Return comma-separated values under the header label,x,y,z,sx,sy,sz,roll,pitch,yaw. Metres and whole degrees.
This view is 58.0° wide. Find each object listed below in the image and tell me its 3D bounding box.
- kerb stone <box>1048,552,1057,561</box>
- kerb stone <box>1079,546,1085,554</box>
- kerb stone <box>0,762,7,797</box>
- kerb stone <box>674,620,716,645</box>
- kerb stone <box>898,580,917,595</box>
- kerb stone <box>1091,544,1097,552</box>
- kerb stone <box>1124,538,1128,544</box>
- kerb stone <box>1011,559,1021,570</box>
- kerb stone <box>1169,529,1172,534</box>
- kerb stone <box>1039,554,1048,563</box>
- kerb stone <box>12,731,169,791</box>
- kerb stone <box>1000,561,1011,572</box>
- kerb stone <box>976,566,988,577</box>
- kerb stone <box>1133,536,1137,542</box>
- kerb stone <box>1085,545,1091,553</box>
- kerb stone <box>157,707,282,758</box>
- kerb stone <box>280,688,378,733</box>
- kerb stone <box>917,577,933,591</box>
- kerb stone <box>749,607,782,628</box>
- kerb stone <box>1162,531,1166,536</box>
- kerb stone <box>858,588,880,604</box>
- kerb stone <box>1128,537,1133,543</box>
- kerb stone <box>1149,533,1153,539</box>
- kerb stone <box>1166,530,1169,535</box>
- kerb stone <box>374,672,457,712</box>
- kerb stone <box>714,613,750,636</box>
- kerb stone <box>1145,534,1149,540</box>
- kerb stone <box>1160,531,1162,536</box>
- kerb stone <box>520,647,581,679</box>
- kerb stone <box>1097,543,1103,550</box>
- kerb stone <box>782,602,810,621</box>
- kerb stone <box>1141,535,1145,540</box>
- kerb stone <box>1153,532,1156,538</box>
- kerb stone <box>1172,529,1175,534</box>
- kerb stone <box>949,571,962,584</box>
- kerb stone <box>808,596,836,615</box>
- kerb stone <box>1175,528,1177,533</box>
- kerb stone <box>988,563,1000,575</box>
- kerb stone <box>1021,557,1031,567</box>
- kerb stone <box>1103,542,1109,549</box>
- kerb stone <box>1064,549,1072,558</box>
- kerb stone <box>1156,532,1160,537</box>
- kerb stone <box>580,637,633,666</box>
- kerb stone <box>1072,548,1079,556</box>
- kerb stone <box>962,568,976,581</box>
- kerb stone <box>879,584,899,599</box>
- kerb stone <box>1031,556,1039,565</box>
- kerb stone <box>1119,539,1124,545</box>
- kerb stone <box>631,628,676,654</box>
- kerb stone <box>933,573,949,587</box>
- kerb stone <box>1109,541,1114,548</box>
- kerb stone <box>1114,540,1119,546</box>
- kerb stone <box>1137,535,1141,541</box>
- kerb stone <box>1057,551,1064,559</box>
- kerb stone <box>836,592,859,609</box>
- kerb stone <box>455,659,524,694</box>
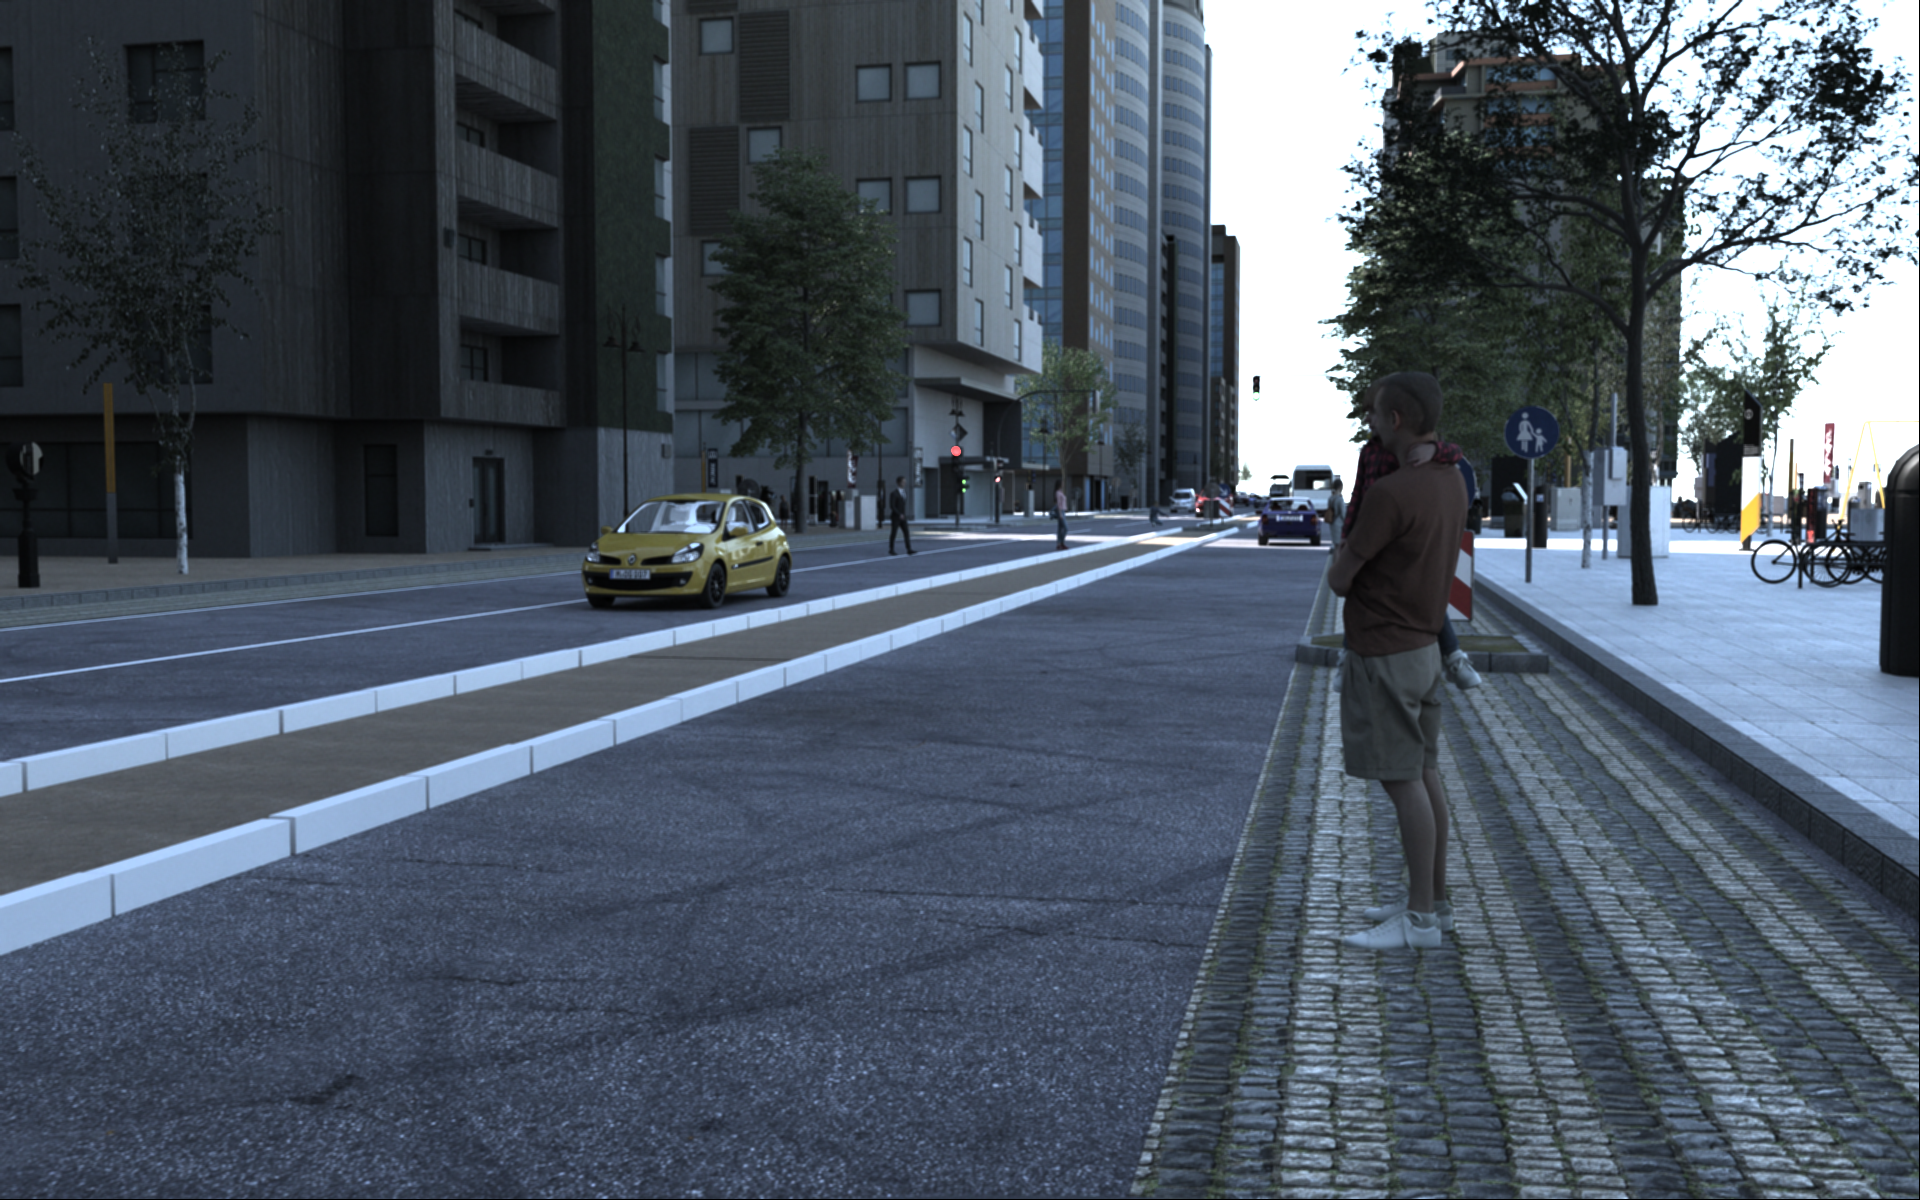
label,x,y,z,sx,sy,sz,roll,pitch,yaw
kerb stone,1.857,-0.894,36.829,0.120,0.150,1.000,1,4,13
kerb stone,2.744,-1.139,40.832,0.120,0.150,1.000,1,4,13
kerb stone,-4.644,0.881,7.794,0.120,0.150,1.000,1,4,13
kerb stone,-2.631,0.329,16.809,0.120,0.150,1.000,1,4,13
kerb stone,-0.832,-0.160,24.813,0.120,0.150,1.000,1,4,13
kerb stone,3.194,-1.261,42.834,0.120,0.150,1.000,1,4,13
kerb stone,4.552,-1.631,48.857,0.120,0.150,1.000,1,4,13
kerb stone,0.958,-0.649,32.815,0.120,0.150,1.000,1,4,13
kerb stone,7.235,-2.355,60.855,0.120,0.150,1.000,1,4,13
kerb stone,1.634,-0.834,35.831,0.120,0.150,1.000,1,4,13
kerb stone,-4.421,0.819,8.802,0.120,0.150,1.000,1,4,13
kerb stone,0.737,-0.588,31.816,0.120,0.150,1.000,1,4,13
kerb stone,0.284,-0.466,29.817,0.120,0.150,1.000,1,4,13
kerb stone,4.998,-1.752,50.856,0.120,0.150,1.000,1,4,13
kerb stone,2.975,-1.201,41.828,0.120,0.150,1.000,1,4,13
kerb stone,-4.206,0.758,9.801,0.120,0.150,1.000,1,4,13
kerb stone,-3.971,0.697,10.796,0.120,0.150,1.000,1,4,13
kerb stone,-0.615,-0.221,25.812,0.120,0.150,1.000,1,4,13
kerb stone,-2.181,0.207,18.815,0.120,0.150,1.000,1,4,13
kerb stone,6.793,-2.239,58.849,0.120,0.150,1.000,1,4,13
kerb stone,-1.282,-0.036,22.818,0.120,0.150,1.000,1,4,13
kerb stone,4.774,-1.688,49.857,0.120,0.150,1.000,1,4,13
kerb stone,5.901,-1.997,54.848,0.120,0.150,1.000,1,4,13
kerb stone,7.016,-2.303,59.856,0.120,0.150,1.000,1,4,13
kerb stone,-3.754,0.636,11.800,0.120,0.150,1.000,1,4,13
kerb stone,-2.408,0.271,17.807,0.120,0.150,1.000,1,4,13
kerb stone,5.672,-1.934,53.852,0.120,0.150,1.000,1,4,13
kerb stone,6.562,-2.181,57.853,0.120,0.150,1.000,1,4,13
kerb stone,-3.308,0.514,13.795,0.120,0.150,1.000,1,4,13
kerb stone,3.429,-1.321,43.836,0.120,0.150,1.000,1,4,13
kerb stone,-1.956,0.154,19.820,0.120,0.150,1.000,1,4,13
kerb stone,5.452,-1.875,52.854,0.120,0.150,1.000,1,4,13
kerb stone,6.120,-2.055,55.857,0.120,0.150,1.000,1,4,13
kerb stone,7.466,-2.425,61.850,0.120,0.150,1.000,1,4,13
kerb stone,-0.169,-0.344,27.814,0.120,0.150,1.000,1,4,13
kerb stone,-1.726,0.085,20.821,0.120,0.150,1.000,1,4,13
kerb stone,7.689,-2.483,62.849,0.120,0.150,1.000,1,4,13
kerb stone,0.509,-0.527,30.820,0.120,0.150,1.000,1,4,13
kerb stone,1.184,-0.711,33.825,0.120,0.150,1.000,1,4,13
kerb stone,3.657,-1.385,44.840,0.120,0.150,1.000,1,4,13
kerb stone,2.309,-1.014,38.829,0.120,0.150,1.000,1,4,13
kerb stone,6.353,-2.120,56.852,0.120,0.150,1.000,1,4,13
kerb stone,-3.071,0.456,14.798,0.120,0.150,1.000,1,4,13
kerb stone,2.539,-1.078,39.825,0.120,0.150,1.000,1,4,13
kerb stone,0.063,-0.405,28.810,0.120,0.150,1.000,1,4,13
kerb stone,-1.060,-0.096,23.816,0.120,0.150,1.000,1,4,13
kerb stone,1.401,-0.773,34.826,0.120,0.150,1.000,1,4,13
kerb stone,4.325,-1.567,47.847,0.120,0.150,1.000,1,4,13
kerb stone,-2.859,0.391,15.798,0.120,0.150,1.000,1,4,13
kerb stone,-0.386,-0.283,26.815,0.120,0.150,1.000,1,4,13
kerb stone,3.875,-1.447,45.846,0.120,0.150,1.000,1,4,13
kerb stone,4.096,-1.508,46.847,0.120,0.150,1.000,1,4,13
kerb stone,5.222,-1.814,51.857,0.120,0.150,1.000,1,4,13
kerb stone,2.078,-0.956,37.829,0.120,0.150,1.000,1,4,13
kerb stone,-1.499,0.023,21.819,0.120,0.150,1.000,1,4,13
kerb stone,-3.527,0.576,12.796,0.120,0.150,1.000,1,4,13
